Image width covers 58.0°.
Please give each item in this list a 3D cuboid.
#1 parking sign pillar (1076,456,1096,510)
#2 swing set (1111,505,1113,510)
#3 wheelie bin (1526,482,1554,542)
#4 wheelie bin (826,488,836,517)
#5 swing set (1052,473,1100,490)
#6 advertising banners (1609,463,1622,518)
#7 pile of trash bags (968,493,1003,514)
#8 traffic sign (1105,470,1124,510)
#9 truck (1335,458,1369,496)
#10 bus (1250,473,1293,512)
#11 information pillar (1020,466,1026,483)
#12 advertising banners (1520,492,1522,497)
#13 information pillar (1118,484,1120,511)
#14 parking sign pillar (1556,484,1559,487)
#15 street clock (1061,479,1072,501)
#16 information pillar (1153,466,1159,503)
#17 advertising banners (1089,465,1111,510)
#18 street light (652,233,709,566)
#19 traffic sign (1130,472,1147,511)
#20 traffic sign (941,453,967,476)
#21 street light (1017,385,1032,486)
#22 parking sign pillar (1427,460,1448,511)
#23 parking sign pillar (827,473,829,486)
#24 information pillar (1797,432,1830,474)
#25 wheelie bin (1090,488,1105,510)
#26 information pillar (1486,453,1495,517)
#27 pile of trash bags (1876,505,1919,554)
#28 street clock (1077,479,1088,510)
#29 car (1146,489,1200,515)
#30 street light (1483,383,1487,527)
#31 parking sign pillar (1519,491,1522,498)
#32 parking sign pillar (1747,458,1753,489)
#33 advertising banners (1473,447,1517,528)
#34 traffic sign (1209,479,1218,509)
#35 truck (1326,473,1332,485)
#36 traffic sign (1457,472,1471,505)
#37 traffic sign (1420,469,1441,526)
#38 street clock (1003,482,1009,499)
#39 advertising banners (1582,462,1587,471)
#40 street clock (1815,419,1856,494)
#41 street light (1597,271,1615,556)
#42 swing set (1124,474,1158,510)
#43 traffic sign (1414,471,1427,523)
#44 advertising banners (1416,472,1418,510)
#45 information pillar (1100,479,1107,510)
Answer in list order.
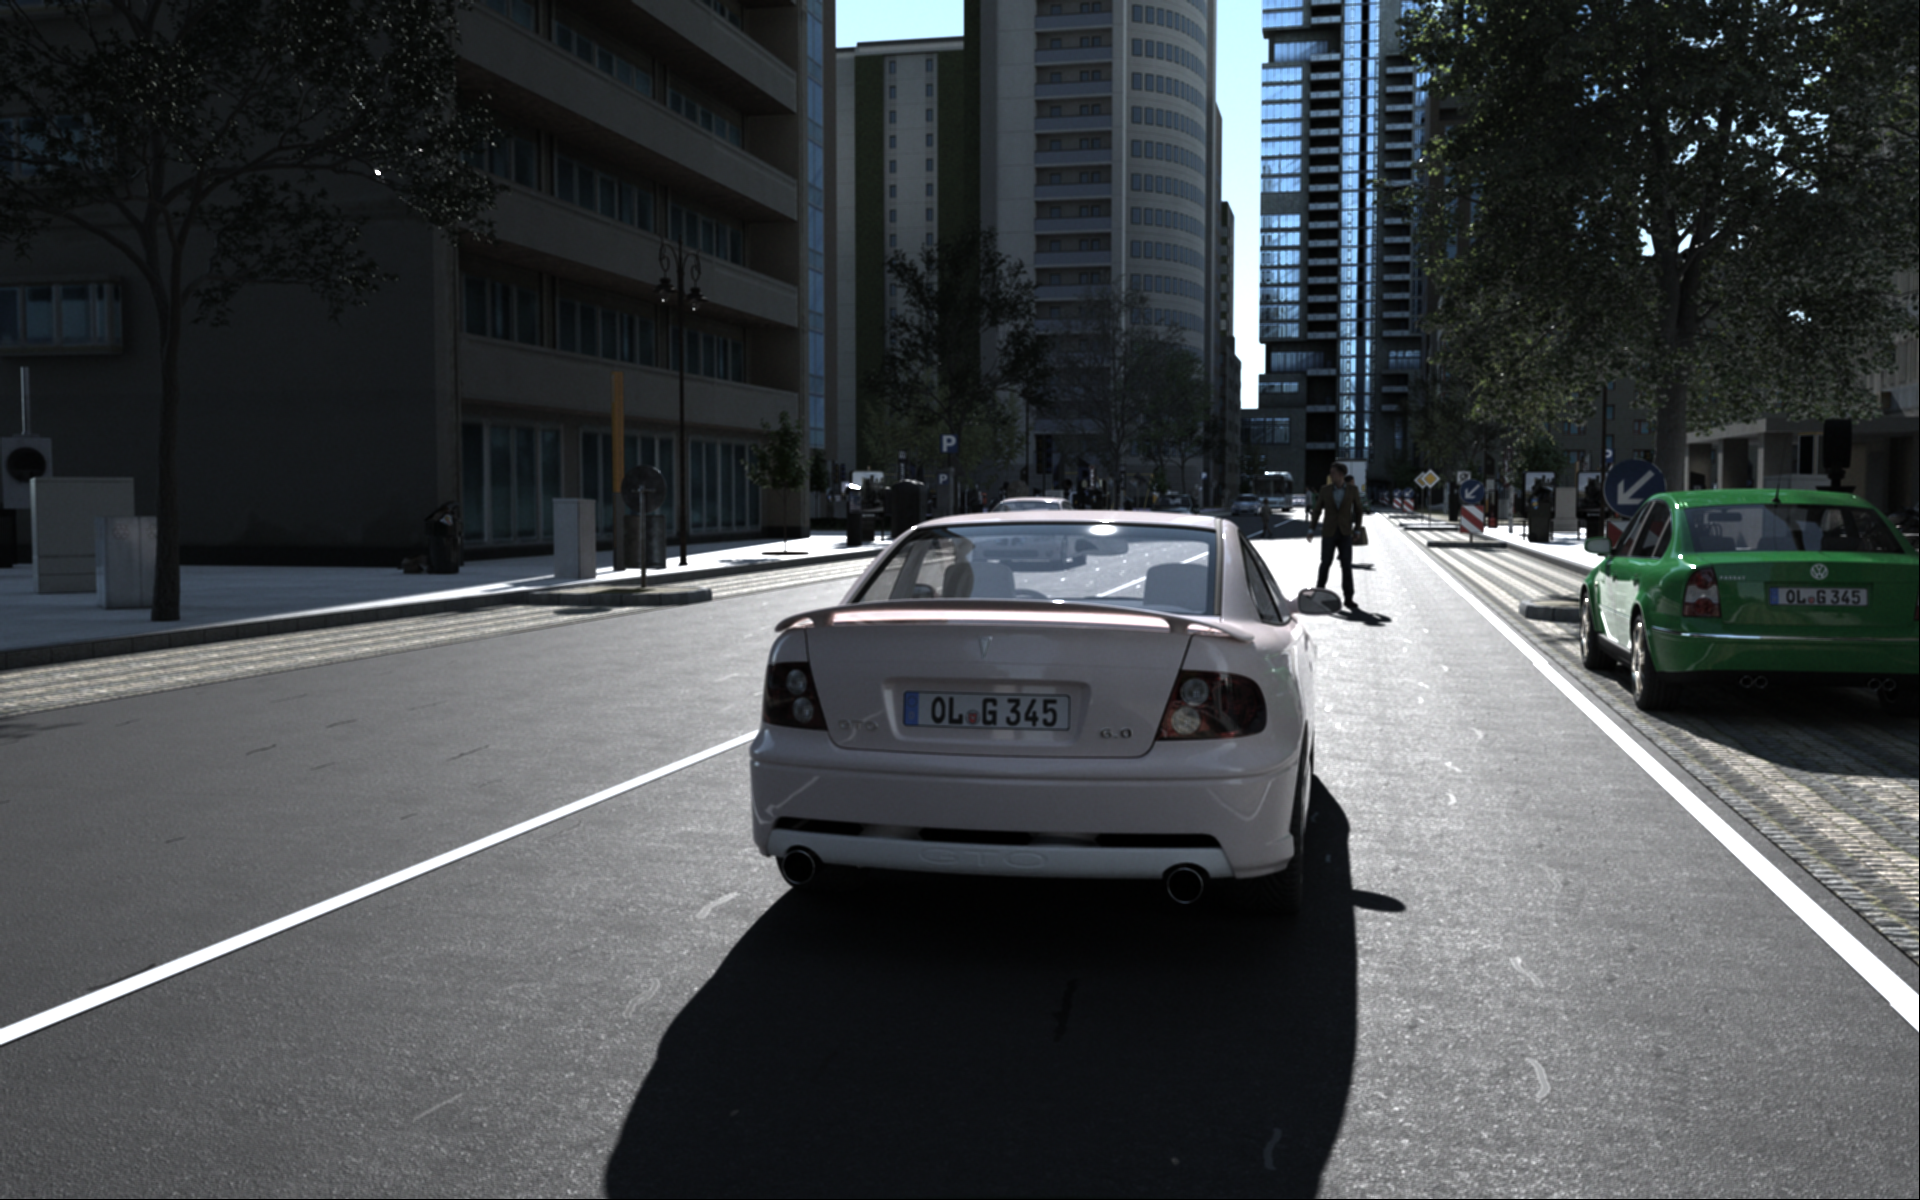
[{"bbox_3d":[9.049,-8.276,123.789,1.447,3.967,1.447,1,4,17],"label":"parking sign pillar"},{"bbox_3d":[10.285,-8.420,135.288,2.862,2.851,3.119,1,4,16],"label":"swing set"},{"bbox_3d":[15.426,-2.334,46.075,0.693,1.594,0.980,1,4,17],"label":"wheelie bin"},{"bbox_3d":[-7.074,-5.210,93.097,0.693,1.594,0.980,-3,4,-36],"label":"wheelie bin"},{"bbox_3d":[8.438,-7.915,127.025,3.119,2.851,2.862,1,4,21],"label":"swing set"},{"bbox_3d":[35.349,-5.929,93.128,2.074,3.025,0.090,-3,5,-40],"label":"advertising banners"},{"bbox_3d":[0.818,-5.369,97.538,3.447,1.369,1.912,1,4,20],"label":"pile of trash bags"},{"bbox_3d":[6.357,-4.148,71.469,0.795,2.450,0.064,1,4,13],"label":"traffic sign"},{"bbox_3d":[31.944,-9.318,141.266,2.839,4.237,11.283,1,4,13],"label":"truck"},{"bbox_3d":[26.154,-9.162,144.656,2.948,3.499,13.247,1,4,14],"label":"bus"},{"bbox_3d":[5.176,-9.184,141.517,0.504,3.616,0.183,0,4,-3],"label":"information pillar"},{"bbox_3d":[37.260,-7.345,116.276,2.074,3.025,0.090,-2,4,-27],"label":"advertising banners"},{"bbox_3d":[9.824,-6.331,108.001,0.304,2.012,0.304,0,4,-4],"label":"information pillar"},{"bbox_3d":[33.268,-6.710,98.185,1.447,3.967,1.447,-3,4,-39],"label":"parking sign pillar"},{"bbox_3d":[5.159,-4.840,83.702,0.471,2.002,0.358,-1,4,-22],"label":"street clock"},{"bbox_3d":[15.950,-9.145,140.871,0.504,3.616,0.183,0,4,-4],"label":"information pillar"},{"bbox_3d":[8.564,-6.717,106.011,2.074,3.025,0.090,-3,5,-45],"label":"advertising banners"},{"bbox_3d":[-4.972,-3.557,30.952,0.468,5.910,1.993,1,4,13],"label":"street light"},{"bbox_3d":[8.135,-4.625,79.254,0.795,2.450,0.064,1,4,13],"label":"traffic sign"},{"bbox_3d":[-0.237,-3.135,51.266,0.884,2.594,0.081,1,4,13],"label":"traffic sign"},{"bbox_3d":[2.465,-5.547,63.477,0.468,5.910,1.993,1,4,13],"label":"street light"},{"bbox_3d":[35.494,-8.573,128.636,1.447,3.967,1.447,0,4,-1],"label":"parking sign pillar"},{"bbox_3d":[-11.007,-9.083,136.972,1.447,3.967,1.447,-1,4,-14],"label":"parking sign pillar"},{"bbox_3d":[10.265,-0.997,20.792,0.304,2.012,0.304,-1,4,-14],"label":"information pillar"},{"bbox_3d":[6.792,-4.751,85.587,0.693,1.594,0.980,1,4,8],"label":"wheelie bin"},{"bbox_3d":[29.778,-6.483,97.357,0.504,3.616,0.183,0,4,1],"label":"information pillar"},{"bbox_3d":[17.923,-1.277,30.625,3.447,1.369,1.912,1,4,20],"label":"pile of trash bags"},{"bbox_3d":[6.056,-4.940,85.333,0.358,2.002,0.471,3,5,44],"label":"street clock"},{"bbox_3d":[8.234,-3.474,66.580,2.009,1.686,4.222,1,4,13],"label":"car"},{"bbox_3d":[20.577,-5.811,67.804,0.468,5.910,1.993,1,4,13],"label":"street light"},{"bbox_3d":[46.832,-9.451,142.994,1.447,3.967,1.447,0,4,2],"label":"parking sign pillar"},{"bbox_3d":[49.135,-7.340,108.476,1.447,3.967,1.447,0,4,1],"label":"parking sign pillar"},{"bbox_3d":[20.177,-4.244,65.576,0.090,3.025,2.074,-2,4,-27],"label":"advertising banners"},{"bbox_3d":[21.574,-9.017,147.537,0.768,2.556,0.104,1,4,13],"label":"traffic sign"},{"bbox_3d":[35.682,-10.118,161.346,3.469,3.379,9.791,1,4,14],"label":"truck"},{"bbox_3d":[22.543,-4.612,77.532,0.606,2.300,0.079,1,4,16],"label":"traffic sign"},{"bbox_3d":[18.632,-3.976,68.655,0.795,2.450,0.064,1,4,13],"label":"traffic sign"},{"bbox_3d":[2.758,-6.052,103.512,0.358,2.002,0.471,1,4,16],"label":"street clock"},{"bbox_3d":[33.531,-6.015,94.537,0.090,3.025,2.074,-2,4,-26],"label":"advertising banners"},{"bbox_3d":[8.499,-0.750,16.828,0.358,2.002,0.471,2,4,24],"label":"street clock"},{"bbox_3d":[13.268,-3.844,35.644,0.468,5.910,1.993,1,4,13],"label":"street light"},{"bbox_3d":[13.683,-8.444,135.682,3.119,2.851,2.862,2,4,33],"label":"swing set"},{"bbox_3d":[20.410,-4.452,76.440,0.795,2.450,0.064,1,4,13],"label":"traffic sign"},{"bbox_3d":[35.828,-8.545,135.901,0.090,3.025,2.074,1,4,19],"label":"advertising banners"},{"bbox_3d":[7.175,-5.021,86.587,0.304,2.012,0.304,-1,4,-13],"label":"information pillar"}]
